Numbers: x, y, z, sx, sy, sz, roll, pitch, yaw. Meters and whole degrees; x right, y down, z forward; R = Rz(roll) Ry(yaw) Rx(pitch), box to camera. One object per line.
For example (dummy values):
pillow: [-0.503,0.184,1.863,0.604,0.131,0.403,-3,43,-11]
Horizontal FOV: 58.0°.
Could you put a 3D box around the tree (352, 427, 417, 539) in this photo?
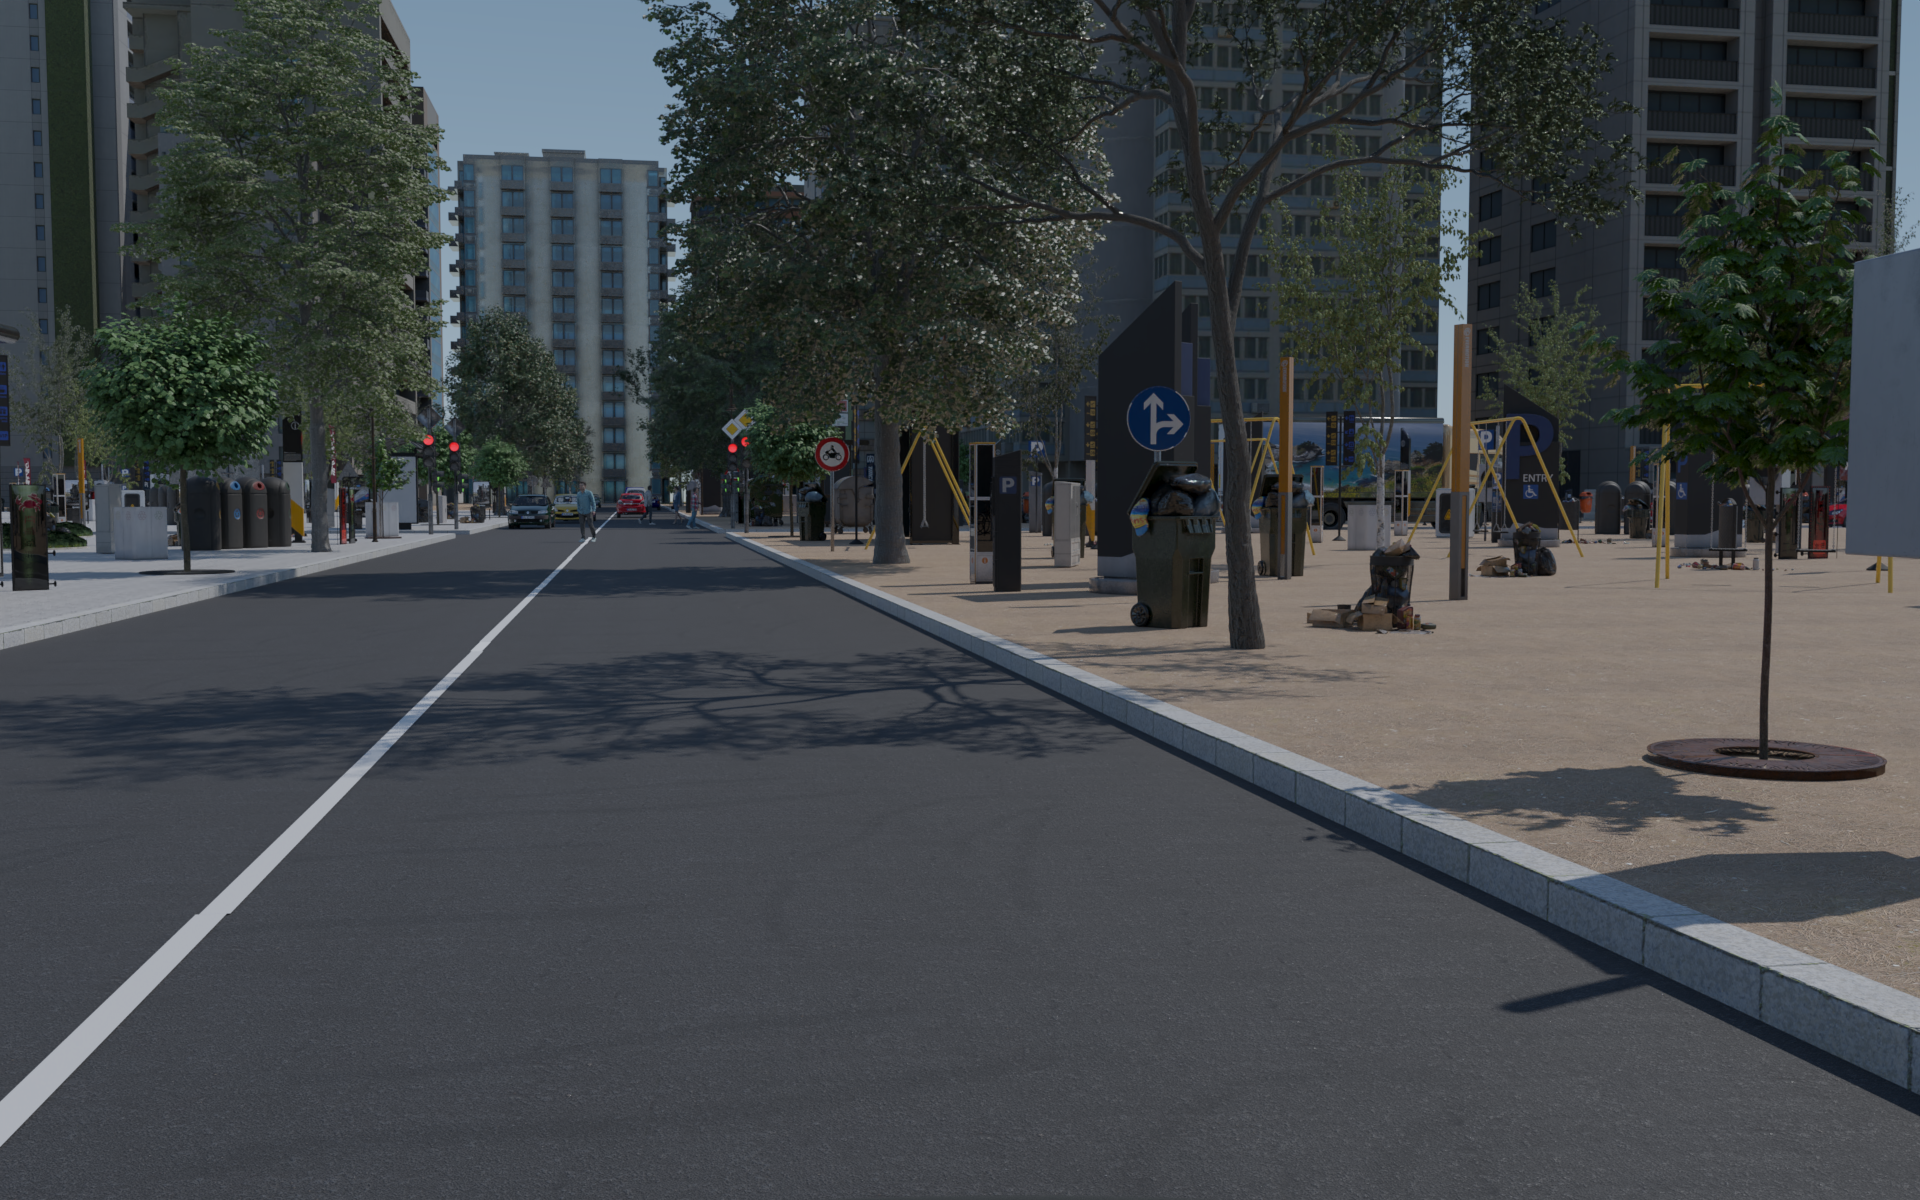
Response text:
tree: [-16.599,-3.374,49.764,1.663,3.219,1.824,0,3,0]

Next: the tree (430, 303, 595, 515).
tree: [-27.540,-11.439,104.043,9.611,12.733,9.660,0,3,0]

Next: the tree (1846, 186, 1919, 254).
tree: [22.694,-5.560,41.275,4.360,8.622,3.978,0,3,0]

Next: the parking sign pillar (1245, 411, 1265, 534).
parking sign pillar: [9.305,-4.178,56.788,1.447,3.967,1.447,2,4,24]

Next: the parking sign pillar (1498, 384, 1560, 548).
parking sign pillar: [13.838,-3.275,42.018,1.447,3.967,1.447,1,4,14]

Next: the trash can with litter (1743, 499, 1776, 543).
trash can with litter: [21.138,-2.091,45.567,1.055,1.170,0.624,0,4,3]

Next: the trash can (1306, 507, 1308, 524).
trash can: [11.529,-2.891,58.926,0.748,1.137,0.748,0,3,0]

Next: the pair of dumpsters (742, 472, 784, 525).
pair of dumpsters: [-8.193,-4.281,72.490,1.574,2.255,4.437,-1,4,-11]

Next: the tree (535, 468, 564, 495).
tree: [-34.439,-11.824,143.678,4.737,8.622,4.395,0,3,0]

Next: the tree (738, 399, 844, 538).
tree: [-4.985,-4.162,51.767,4.285,4.588,4.351,0,3,0]

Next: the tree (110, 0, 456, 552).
tree: [-14.385,-7.309,37.624,7.486,12.596,7.792,0,3,0]

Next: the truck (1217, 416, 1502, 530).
truck: [15.302,-4.613,64.332,11.283,4.237,2.839,-1,4,-11]

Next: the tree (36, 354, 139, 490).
tree: [-46.669,-8.671,92.135,4.737,8.622,4.395,0,3,0]

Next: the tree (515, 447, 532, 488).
tree: [-24.865,-6.722,93.626,4.285,4.588,4.351,0,3,0]

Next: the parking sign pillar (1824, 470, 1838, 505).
parking sign pillar: [40.908,-5.684,81.400,1.447,3.967,1.447,1,4,20]

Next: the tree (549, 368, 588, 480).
tree: [-36.542,-14.313,152.146,7.486,12.596,7.792,0,3,0]

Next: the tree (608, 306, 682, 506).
tree: [-29.524,-19.629,176.817,12.611,20.169,13.585,0,3,0]

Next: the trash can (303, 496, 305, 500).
trash can: [-44.074,-6.363,115.683,0.748,1.137,0.748,0,3,0]

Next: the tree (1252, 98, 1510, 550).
tree: [7.514,-4.978,31.755,4.737,8.622,4.395,0,3,0]

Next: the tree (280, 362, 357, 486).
tree: [-36.335,-9.003,97.556,4.737,8.622,4.395,0,3,0]

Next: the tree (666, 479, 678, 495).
tree: [-33.541,-12.730,202.734,1.663,3.219,1.824,0,3,0]

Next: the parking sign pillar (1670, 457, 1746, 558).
parking sign pillar: [15.332,-2.870,35.393,1.447,3.967,1.447,-1,4,-13]

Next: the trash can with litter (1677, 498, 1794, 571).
trash can with litter: [13.206,-1.154,29.922,1.678,1.210,2.233,0,4,1]

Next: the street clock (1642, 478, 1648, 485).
street clock: [31.171,-4.545,78.876,0.358,2.002,0.471,2,4,29]

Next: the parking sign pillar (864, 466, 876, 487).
parking sign pillar: [-6.361,-8.256,123.464,1.447,3.967,1.447,-2,4,-30]

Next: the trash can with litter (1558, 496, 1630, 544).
trash can with litter: [16.155,-2.071,44.911,2.233,1.210,1.678,2,4,33]

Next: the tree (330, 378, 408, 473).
tree: [-37.337,-9.577,106.939,4.360,8.622,3.978,0,3,0]

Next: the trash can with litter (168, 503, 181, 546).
trash can with litter: [-19.197,-1.909,42.600,1.055,1.170,0.624,2,4,33]

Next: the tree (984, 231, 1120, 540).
tree: [2.454,-5.996,48.403,4.360,8.622,3.978,0,3,0]

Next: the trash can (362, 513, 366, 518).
trash can: [-32.219,-5.034,93.966,0.748,1.137,0.748,0,3,0]

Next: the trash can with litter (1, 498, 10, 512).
trash can with litter: [-69.239,-6.977,125.459,1.055,1.170,0.624,-2,4,-35]

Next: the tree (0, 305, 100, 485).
tree: [-34.937,-7.104,66.513,4.360,8.622,3.978,0,3,0]

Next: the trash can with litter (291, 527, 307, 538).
trash can with litter: [-20.160,-2.495,51.846,1.678,1.210,2.233,-1,4,-14]

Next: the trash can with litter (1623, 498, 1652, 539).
trash can with litter: [19.583,-2.338,49.615,1.055,1.170,0.624,-1,4,-21]

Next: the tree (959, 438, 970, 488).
tree: [-0.895,-6.874,96.099,4.285,4.588,4.351,0,3,0]

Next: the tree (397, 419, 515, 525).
tree: [-21.527,-5.373,71.564,4.285,4.588,4.351,0,3,0]

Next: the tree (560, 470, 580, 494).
tree: [-45.755,-15.422,202.504,4.360,8.622,3.978,0,3,0]

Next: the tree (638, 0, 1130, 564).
tree: [-1.268,-7.637,31.524,9.857,13.997,8.962,0,3,0]

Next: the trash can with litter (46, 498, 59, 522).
trash can with litter: [-32.251,-3.083,61.789,0.624,1.170,1.055,3,4,39]

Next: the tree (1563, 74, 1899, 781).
tree: [3.688,-0.828,8.147,1.663,3.219,1.824,0,3,0]

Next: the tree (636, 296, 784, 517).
tree: [-13.155,-10.977,96.484,9.611,12.733,9.660,0,3,0]

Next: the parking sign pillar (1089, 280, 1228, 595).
parking sign pillar: [2.412,-2.084,22.552,1.447,3.967,1.447,-3,5,-43]

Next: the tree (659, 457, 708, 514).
tree: [-16.800,-9.879,111.880,4.737,8.622,4.395,0,3,0]

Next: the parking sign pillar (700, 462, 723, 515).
parking sign pillar: [-15.483,-7.308,107.965,1.447,3.967,1.447,1,4,9]

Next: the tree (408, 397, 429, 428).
tree: [-41.507,-11.003,130.264,4.360,8.622,3.978,0,3,0]

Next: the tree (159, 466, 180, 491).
tree: [-22.040,-3.382,49.901,1.663,3.219,1.824,0,3,0]

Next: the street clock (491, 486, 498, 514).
street clock: [-30.638,-6.693,113.993,0.358,2.002,0.471,2,4,30]

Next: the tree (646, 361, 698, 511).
tree: [-19.355,-12.874,128.619,7.486,12.596,7.792,0,3,0]

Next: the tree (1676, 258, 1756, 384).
tree: [22.430,-6.088,49.909,4.737,8.622,4.395,0,3,0]

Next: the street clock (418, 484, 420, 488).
street clock: [-27.288,-5.024,86.716,0.471,2.002,0.358,2,4,33]

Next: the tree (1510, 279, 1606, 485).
tree: [19.911,-6.624,58.666,4.737,8.622,4.395,0,3,0]

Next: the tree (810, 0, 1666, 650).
tree: [2.197,-4.891,14.382,8.767,10.594,7.601,-3,4,-38]

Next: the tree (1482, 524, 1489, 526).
tree: [21.176,-4.657,70.737,1.663,3.219,1.824,0,3,0]

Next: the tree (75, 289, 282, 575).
tree: [-12.563,-2.713,28.072,4.285,4.588,4.351,0,3,0]

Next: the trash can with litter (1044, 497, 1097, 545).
trash can with litter: [3.128,-1.991,43.617,2.233,1.210,1.678,-1,4,-13]
